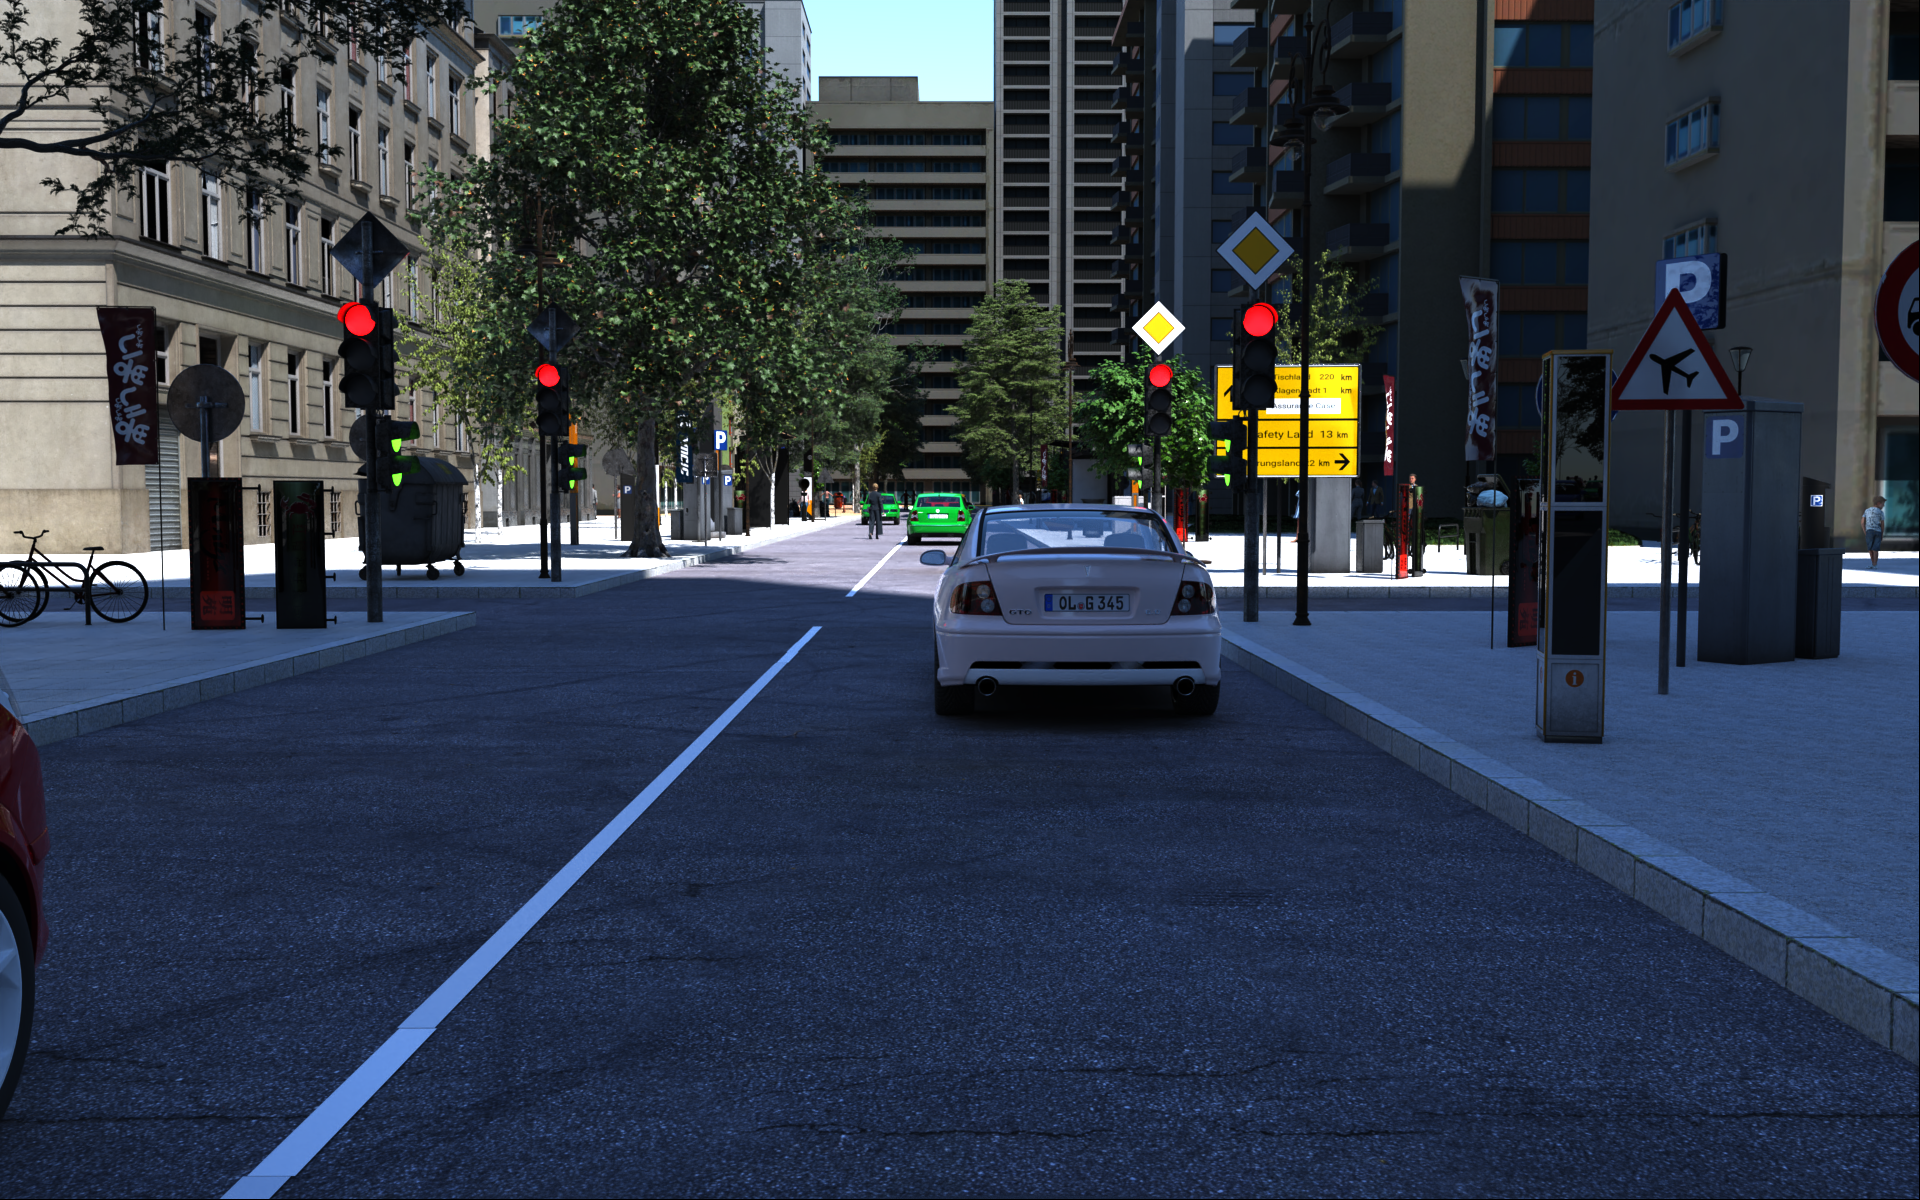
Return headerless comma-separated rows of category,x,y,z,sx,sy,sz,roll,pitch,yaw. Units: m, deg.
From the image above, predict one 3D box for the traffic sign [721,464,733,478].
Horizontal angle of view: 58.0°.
traffic sign,-10.138,-4.557,74.608,0.768,2.556,0.104,0,4,6

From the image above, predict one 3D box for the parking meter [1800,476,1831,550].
parking meter,12.196,-0.996,24.694,0.372,1.533,0.369,0,3,0

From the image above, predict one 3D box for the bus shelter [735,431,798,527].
bus shelter,-7.463,-4.672,67.678,1.731,3.624,6.357,0,4,0

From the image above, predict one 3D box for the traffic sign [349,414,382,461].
traffic sign,-9.307,-1.670,27.416,0.768,2.556,0.104,0,4,7

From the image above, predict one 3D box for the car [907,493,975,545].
car,-0.561,-2.522,50.024,1.959,1.807,4.718,0,4,1

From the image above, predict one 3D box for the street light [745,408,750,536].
street light,-6.450,-4.873,52.462,0.468,5.910,1.993,0,4,0

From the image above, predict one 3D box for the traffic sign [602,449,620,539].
traffic sign,-9.785,-3.002,49.196,0.768,2.556,0.104,0,4,3

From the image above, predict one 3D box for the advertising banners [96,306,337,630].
advertising banners,-6.991,-1.231,16.313,2.074,3.025,0.090,-1,4,-8

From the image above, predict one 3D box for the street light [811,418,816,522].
street light,-6.678,-6.462,78.435,0.468,5.910,1.993,0,4,0

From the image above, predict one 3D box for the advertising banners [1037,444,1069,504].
advertising banners,3.271,-3.899,59.935,0.090,3.025,2.074,-2,4,-25

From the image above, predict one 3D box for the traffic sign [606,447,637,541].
traffic sign,-9.265,-2.898,47.389,0.884,2.594,0.081,0,4,8

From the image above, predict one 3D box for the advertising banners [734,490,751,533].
advertising banners,-7.945,-3.725,57.086,2.074,3.025,0.090,0,4,4

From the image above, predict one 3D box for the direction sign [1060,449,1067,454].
direction sign,5.420,-5.772,86.374,0.876,3.537,0.379,1,4,14

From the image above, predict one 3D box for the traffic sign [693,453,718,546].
traffic sign,-6.288,-2.487,42.793,0.606,2.300,0.079,0,4,5

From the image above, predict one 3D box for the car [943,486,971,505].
car,-0.629,-3.786,70.948,2.155,1.783,4.494,0,4,1

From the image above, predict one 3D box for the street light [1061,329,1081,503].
street light,3.100,-4.644,48.710,0.468,5.910,1.993,0,4,0

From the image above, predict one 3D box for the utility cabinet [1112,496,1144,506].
utility cabinet,5.031,-2.454,51.285,1.020,1.237,0.306,-1,4,-9

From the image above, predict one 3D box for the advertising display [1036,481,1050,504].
advertising display,4.133,-4.790,83.528,0.974,1.923,0.123,-1,4,-11

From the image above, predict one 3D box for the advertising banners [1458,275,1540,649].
advertising banners,4.807,-1.123,14.548,2.074,3.025,0.090,-3,4,-37

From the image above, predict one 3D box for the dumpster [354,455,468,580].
dumpster,-8.353,-1.262,26.389,1.264,1.857,1.865,0,4,0

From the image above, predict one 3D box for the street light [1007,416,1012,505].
street light,2.937,-7.787,100.102,0.468,5.910,1.993,0,4,0

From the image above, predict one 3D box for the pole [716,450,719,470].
pole,-10.270,-4.875,73.557,0.158,3.312,0.155,0,3,0

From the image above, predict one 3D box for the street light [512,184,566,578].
street light,-6.338,-3.269,26.240,0.468,5.910,1.993,0,4,0

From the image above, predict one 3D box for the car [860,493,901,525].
car,-3.730,-4.448,81.525,1.959,1.807,4.718,0,4,-2

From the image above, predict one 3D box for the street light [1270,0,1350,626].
street light,3.350,-2.691,16.789,0.468,5.910,1.993,0,4,0

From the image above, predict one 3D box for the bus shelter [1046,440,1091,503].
bus shelter,4.866,-5.282,77.639,1.731,3.624,6.357,0,4,0

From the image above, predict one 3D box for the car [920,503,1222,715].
car,0.739,-0.015,12.610,2.083,1.381,4.827,0,4,0

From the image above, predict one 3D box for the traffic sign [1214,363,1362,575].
traffic sign,5.122,-2.037,27.181,2.265,3.308,0.079,0,4,5

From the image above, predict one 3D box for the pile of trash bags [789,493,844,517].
pile of trash bags,-8.067,-5.402,98.076,3.447,1.369,1.912,-3,5,-40

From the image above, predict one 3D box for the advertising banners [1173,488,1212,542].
advertising banners,5.905,-3.051,46.079,2.074,3.025,0.090,-2,4,-33

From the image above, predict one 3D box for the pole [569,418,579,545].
pole,-9.696,-3.036,43.486,0.158,3.312,0.155,0,3,0

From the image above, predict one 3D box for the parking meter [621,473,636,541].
parking meter,-8.982,-2.524,46.973,0.399,1.863,0.255,0,4,-4

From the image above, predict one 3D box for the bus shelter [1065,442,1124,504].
bus shelter,5.030,-4.273,63.792,2.014,3.302,5.546,0,3,0

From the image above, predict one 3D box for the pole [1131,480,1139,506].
pole,4.183,-2.907,41.370,0.158,3.312,0.155,0,3,0

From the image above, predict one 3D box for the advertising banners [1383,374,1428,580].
advertising banners,6.693,-1.830,26.105,0.090,3.025,2.074,2,4,32

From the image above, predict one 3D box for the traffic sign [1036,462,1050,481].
traffic sign,5.461,-6.368,97.992,2.265,3.308,0.079,0,4,7

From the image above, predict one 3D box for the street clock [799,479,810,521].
street clock,-7.303,-4.686,81.188,0.471,2.002,0.358,-2,4,-32

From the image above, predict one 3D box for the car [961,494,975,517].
car,-0.322,-4.322,80.884,2.015,1.641,3.980,0,4,1

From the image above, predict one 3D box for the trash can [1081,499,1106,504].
trash can,3.920,-2.407,51.016,0.748,1.137,0.748,0,3,0

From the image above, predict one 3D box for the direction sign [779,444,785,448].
direction sign,-8.183,-5.291,78.512,0.379,3.537,0.876,2,4,29

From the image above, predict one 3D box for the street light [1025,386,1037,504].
street light,3.051,-6.215,74.406,0.468,5.910,1.993,0,4,0

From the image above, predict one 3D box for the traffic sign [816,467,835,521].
traffic sign,-6.413,-5.041,82.419,0.884,2.594,0.081,0,4,2

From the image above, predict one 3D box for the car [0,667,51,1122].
car,-2.968,0.422,2.149,2.155,1.783,4.494,0,4,0
